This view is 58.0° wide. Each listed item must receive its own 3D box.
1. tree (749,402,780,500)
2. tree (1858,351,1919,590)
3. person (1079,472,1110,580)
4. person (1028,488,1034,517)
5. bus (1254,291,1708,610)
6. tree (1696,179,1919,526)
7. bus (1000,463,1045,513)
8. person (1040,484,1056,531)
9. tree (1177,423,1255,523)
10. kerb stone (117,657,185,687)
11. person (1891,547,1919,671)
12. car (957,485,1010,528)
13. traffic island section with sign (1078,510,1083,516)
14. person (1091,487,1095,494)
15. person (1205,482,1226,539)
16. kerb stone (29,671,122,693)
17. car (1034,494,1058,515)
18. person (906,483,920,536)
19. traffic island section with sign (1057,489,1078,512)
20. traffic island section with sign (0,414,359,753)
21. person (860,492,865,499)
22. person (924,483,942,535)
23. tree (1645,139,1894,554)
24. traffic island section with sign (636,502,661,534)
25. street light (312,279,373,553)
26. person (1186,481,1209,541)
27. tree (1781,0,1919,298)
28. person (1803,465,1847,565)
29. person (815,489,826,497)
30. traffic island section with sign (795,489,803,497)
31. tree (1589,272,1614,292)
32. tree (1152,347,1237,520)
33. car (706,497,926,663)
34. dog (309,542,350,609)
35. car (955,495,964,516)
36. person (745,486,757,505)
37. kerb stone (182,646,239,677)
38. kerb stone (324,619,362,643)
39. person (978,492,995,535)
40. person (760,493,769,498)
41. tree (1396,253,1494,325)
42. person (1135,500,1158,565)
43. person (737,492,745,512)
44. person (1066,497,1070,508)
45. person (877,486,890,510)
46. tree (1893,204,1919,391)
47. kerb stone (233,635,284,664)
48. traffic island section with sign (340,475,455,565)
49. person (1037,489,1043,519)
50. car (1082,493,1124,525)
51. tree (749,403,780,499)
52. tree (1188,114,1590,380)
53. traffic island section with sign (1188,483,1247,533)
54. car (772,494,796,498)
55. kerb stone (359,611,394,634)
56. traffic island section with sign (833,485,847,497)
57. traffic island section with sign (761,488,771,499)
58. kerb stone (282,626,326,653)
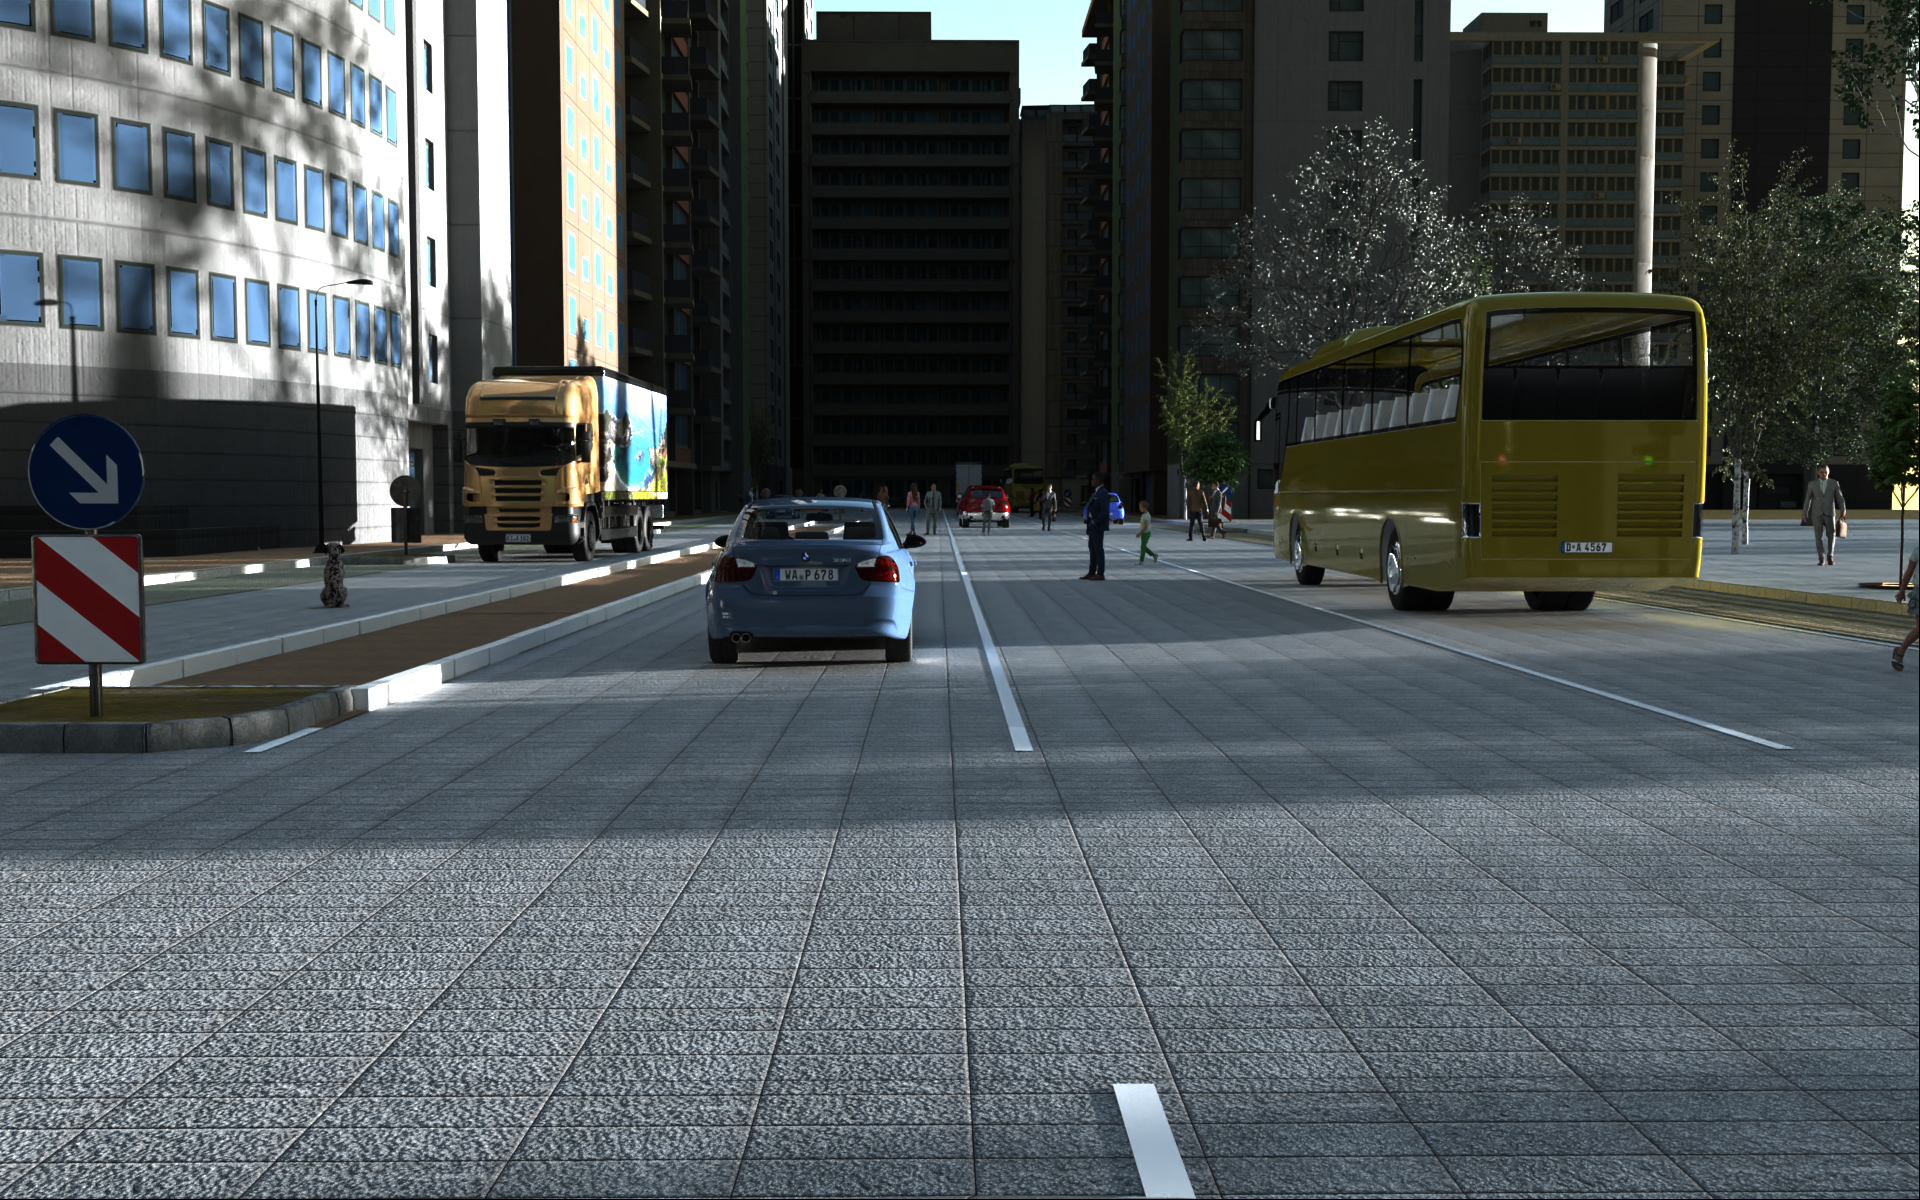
[{"bbox_3d":[-15.685,-11.203,133.533,4.360,8.622,3.978,0,3,0],"label":"tree"},{"bbox_3d":[12.737,-1.764,23.438,1.663,3.219,1.824,0,3,0],"label":"tree"},{"bbox_3d":[2.285,-1.232,28.820,0.419,1.800,0.721,-1,4,-14],"label":"person"},{"bbox_3d":[4.480,-6.131,108.686,0.705,1.831,1.348,1,4,14],"label":"person"},{"bbox_3d":[6.556,-1.994,24.146,2.896,3.916,12.252,0,3,0],"label":"bus"},{"bbox_3d":[34.187,-9.954,69.409,9.857,13.997,8.962,0,3,0],"label":"tree"},{"bbox_3d":[4.971,-8.897,137.020,2.896,3.916,12.252,0,4,-2],"label":"bus"},{"bbox_3d":[3.437,-3.603,67.369,0.622,1.834,0.822,0,4,1],"label":"person"},{"bbox_3d":[11.565,-5.755,77.812,4.285,4.588,4.351,0,3,0],"label":"tree"},{"bbox_3d":[-6.073,0.568,12.906,0.120,0.150,1.000,0,4,-1],"label":"kerb stone"},{"bbox_3d":[7.799,-0.024,13.901,0.505,1.210,0.382,0,4,8],"label":"person"},{"bbox_3d":[1.027,-4.067,75.167,2.281,1.827,5.304,0,4,-3],"label":"car"},{"bbox_3d":[8.926,-6.394,113.168,1.989,1.847,2.006,0,4,-1],"label":"traffic island section with sign"},{"bbox_3d":[10.304,-7.803,133.258,0.705,1.869,1.348,0,4,-1],"label":"person"},{"bbox_3d":[8.221,-2.868,55.361,0.822,1.834,0.622,-1,4,-18],"label":"person"},{"bbox_3d":[-6.062,0.631,11.881,0.120,0.150,1.000,0,4,-1],"label":"kerb stone"},{"bbox_3d":[5.956,-6.880,122.715,2.015,1.641,3.980,0,4,1],"label":"car"},{"bbox_3d":[-1.582,-3.092,59.064,0.555,1.821,0.388,-3,5,-40],"label":"person"},{"bbox_3d":[8.575,-8.059,140.386,1.989,1.847,2.006,0,4,-1],"label":"traffic island section with sign"},{"bbox_3d":[-4.979,-0.145,10.512,2.006,1.907,1.989,0,4,-1],"label":"traffic island section with sign"},{"bbox_3d":[-8.000,-8.106,142.509,0.415,1.643,0.593,-1,4,-12],"label":"person"},{"bbox_3d":[-0.964,-3.212,61.120,0.635,1.810,0.391,0,4,-3],"label":"person"},{"bbox_3d":[16.803,-5.281,36.703,4.360,8.622,3.978,0,3,0],"label":"tree"},{"bbox_3d":[-11.931,-3.311,62.770,1.989,1.847,2.006,0,4,-1],"label":"traffic island section with sign"},{"bbox_3d":[-13.361,-3.975,37.537,1.470,5.913,1.316,0,4,-1],"label":"street light"},{"bbox_3d":[7.260,-2.723,52.925,0.656,1.842,0.836,-2,4,-29],"label":"person"},{"bbox_3d":[32.659,-12.152,54.582,12.611,20.169,13.585,0,3,0],"label":"tree"},{"bbox_3d":[15.554,-1.528,31.148,0.709,1.813,0.853,1,4,22],"label":"person"},{"bbox_3d":[-7.402,-5.105,92.753,1.217,1.735,0.721,-2,4,-33],"label":"person"},{"bbox_3d":[-12.950,-8.036,140.009,1.989,1.847,2.006,0,4,-1],"label":"traffic island section with sign"},{"bbox_3d":[21.944,-9.817,70.871,12.009,13.543,11.850,0,3,0],"label":"tree"},{"bbox_3d":[11.438,-8.332,86.594,4.737,8.622,4.395,0,3,0],"label":"tree"},{"bbox_3d":[-1.311,-0.247,16.034,2.014,1.417,4.499,0,4,-2],"label":"car"},{"bbox_3d":[-8.021,-0.310,21.901,0.513,0.831,0.800,1,4,23],"label":"dog"},{"bbox_3d":[0.739,-6.347,116.138,2.083,1.381,4.827,0,4,-2],"label":"car"},{"bbox_3d":[-10.182,-4.605,83.971,0.721,1.800,0.419,-2,4,-31],"label":"person"},{"bbox_3d":[-6.087,0.505,13.933,0.120,0.150,1.000,0,4,-1],"label":"kerb stone"},{"bbox_3d":[-6.128,0.318,17.002,0.120,0.150,1.000,0,4,-1],"label":"kerb stone"},{"bbox_3d":[0.932,-3.010,60.315,0.503,1.515,0.523,-3,4,-38],"label":"person"},{"bbox_3d":[-14.859,-7.501,131.915,0.697,1.427,0.421,0,3,0],"label":"person"},{"bbox_3d":[23.421,-10.035,82.201,7.486,12.596,7.792,0,3,0],"label":"tree"},{"bbox_3d":[3.792,-1.370,35.148,0.590,1.304,0.306,-2,4,-27],"label":"person"},{"bbox_3d":[-14.880,-6.626,117.612,0.421,1.427,0.697,1,4,22],"label":"person"},{"bbox_3d":[10.095,-9.395,161.117,0.415,1.643,0.593,1,4,15],"label":"person"},{"bbox_3d":[-3.725,-4.675,84.908,0.573,1.828,0.580,2,4,30],"label":"person"},{"bbox_3d":[22.250,-5.380,38.333,4.360,8.622,3.978,0,3,0],"label":"tree"},{"bbox_3d":[-6.108,0.444,14.955,0.120,0.150,1.000,0,4,-1],"label":"kerb stone"},{"bbox_3d":[-11.583,-1.663,35.817,1.989,1.847,2.006,0,4,-1],"label":"traffic island section with sign"},{"bbox_3d":[4.701,-5.441,98.284,0.721,1.723,1.217,-2,4,-31],"label":"person"},{"bbox_3d":[6.833,-4.469,82.663,1.945,1.707,3.694,0,4,-1],"label":"car"},{"bbox_3d":[-16.547,-11.537,138.997,4.737,8.622,4.395,0,3,0],"label":"tree"},{"bbox_3d":[12.708,-8.945,56.627,12.009,13.543,11.850,0,3,0],"label":"tree"},{"bbox_3d":[9.559,-3.419,64.528,1.989,1.847,2.006,0,4,-1],"label":"traffic island section with sign"},{"bbox_3d":[-10.286,-5.445,101.036,2.014,1.417,4.499,0,4,-1],"label":"car"},{"bbox_3d":[-6.134,0.255,18.030,0.120,0.150,1.000,0,4,-1],"label":"kerb stone"},{"bbox_3d":[-5.969,-4.741,85.644,2.006,1.907,1.989,0,4,-1],"label":"traffic island section with sign"},{"bbox_3d":[-12.594,-6.362,112.651,1.989,1.847,2.006,0,4,-1],"label":"traffic island section with sign"},{"bbox_3d":[-6.113,0.380,15.980,0.120,0.150,1.000,0,4,-1],"label":"kerb stone"}]
